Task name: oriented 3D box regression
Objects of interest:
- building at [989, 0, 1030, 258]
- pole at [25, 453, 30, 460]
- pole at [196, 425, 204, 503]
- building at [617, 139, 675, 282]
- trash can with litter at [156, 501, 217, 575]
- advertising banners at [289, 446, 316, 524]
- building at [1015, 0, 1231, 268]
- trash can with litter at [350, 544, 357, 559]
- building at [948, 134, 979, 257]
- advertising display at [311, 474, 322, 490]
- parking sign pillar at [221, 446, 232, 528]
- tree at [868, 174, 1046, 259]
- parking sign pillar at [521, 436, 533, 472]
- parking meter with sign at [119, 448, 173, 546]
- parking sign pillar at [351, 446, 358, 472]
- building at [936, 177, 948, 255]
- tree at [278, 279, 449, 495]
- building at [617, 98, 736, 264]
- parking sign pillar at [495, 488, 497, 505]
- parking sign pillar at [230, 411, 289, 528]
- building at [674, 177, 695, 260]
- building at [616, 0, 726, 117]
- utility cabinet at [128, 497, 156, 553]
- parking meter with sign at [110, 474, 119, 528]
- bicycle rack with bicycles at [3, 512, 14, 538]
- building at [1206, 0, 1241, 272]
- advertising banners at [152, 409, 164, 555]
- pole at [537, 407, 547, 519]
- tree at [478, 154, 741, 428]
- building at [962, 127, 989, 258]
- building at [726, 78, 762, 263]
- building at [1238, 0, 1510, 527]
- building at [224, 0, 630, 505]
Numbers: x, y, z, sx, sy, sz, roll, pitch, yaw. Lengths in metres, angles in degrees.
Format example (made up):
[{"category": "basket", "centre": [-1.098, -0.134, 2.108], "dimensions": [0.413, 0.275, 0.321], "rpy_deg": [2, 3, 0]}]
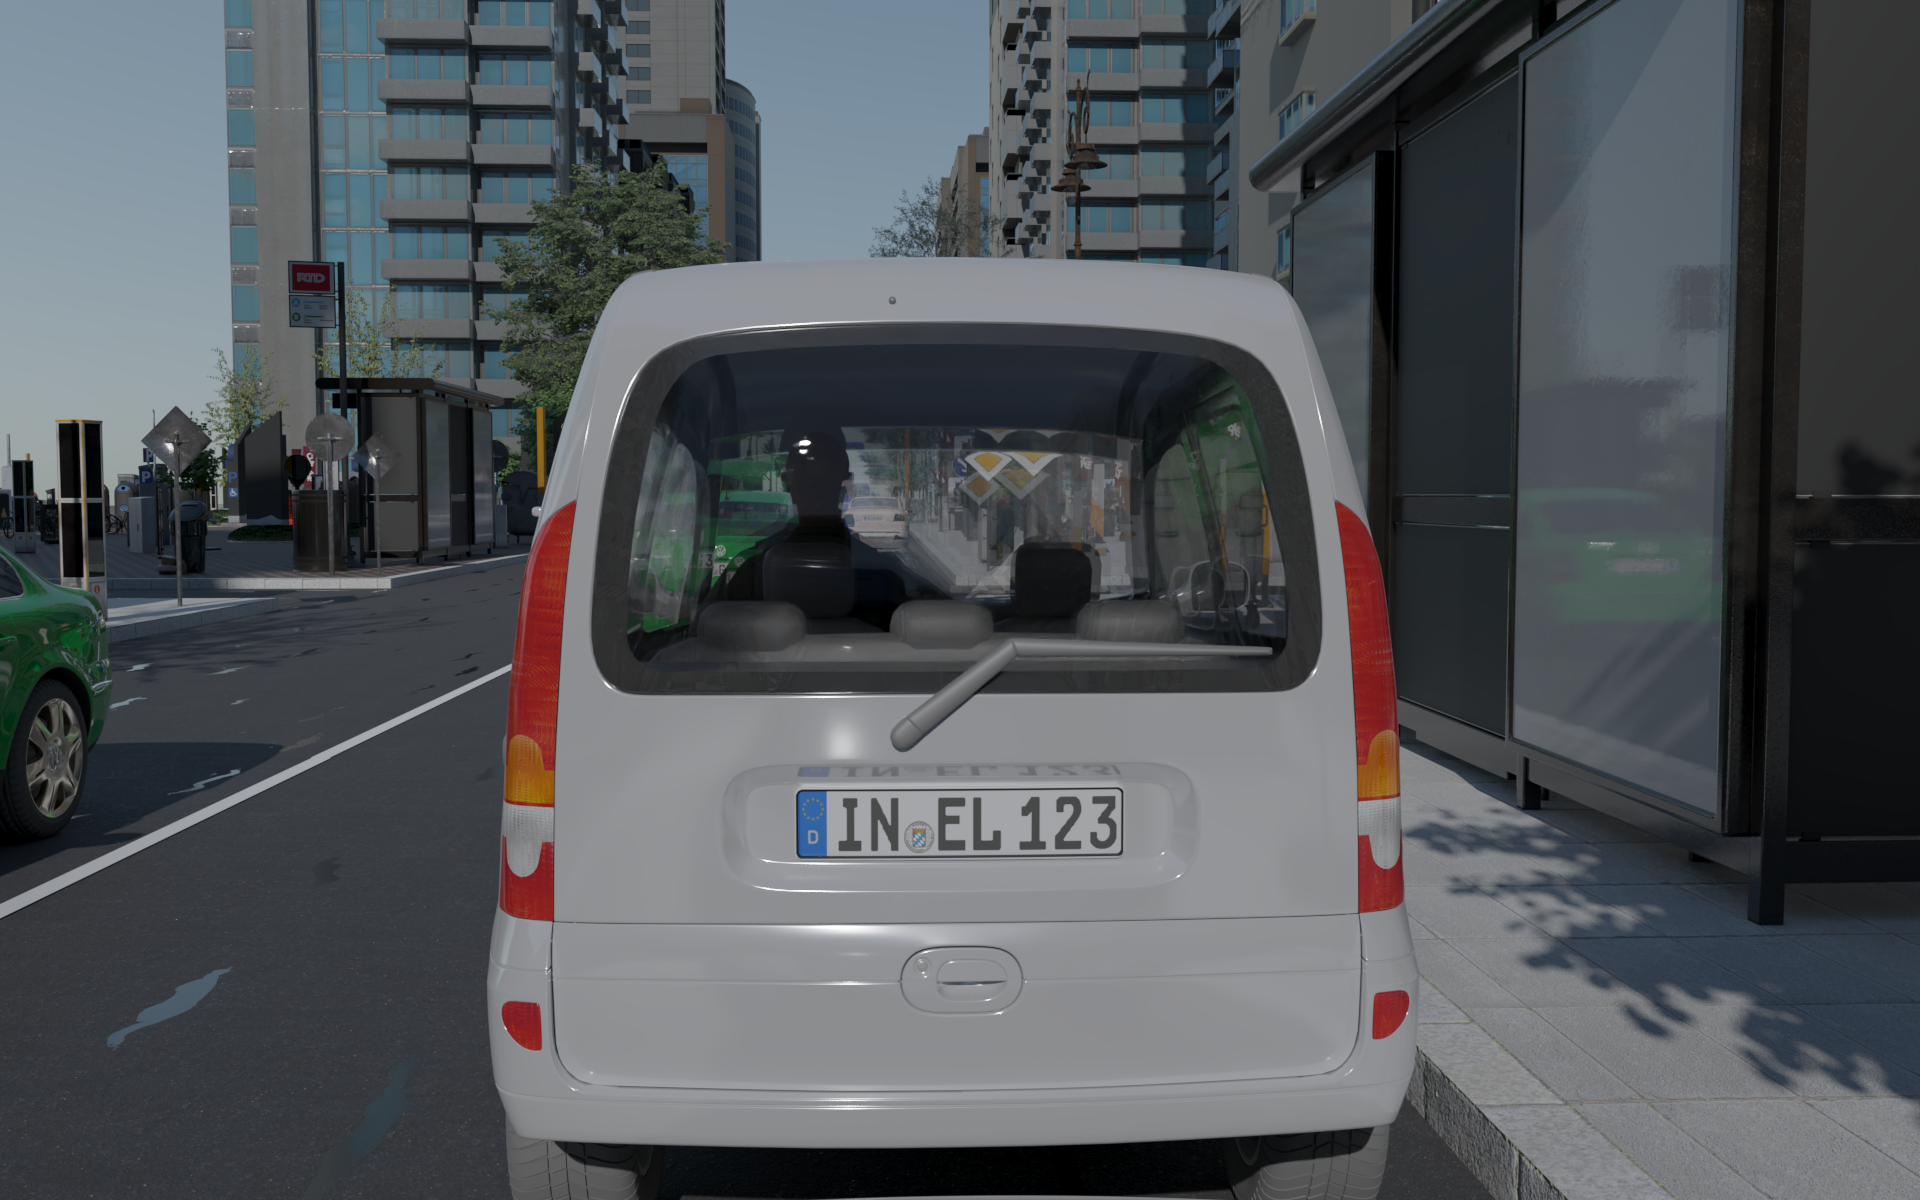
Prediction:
[{"category": "building", "centre": [16.866, -34.784, 157.953], "dimensions": [28.713, 52.752, 27.495], "rpy_deg": [0, 4, -3]}, {"category": "pole", "centre": [-46.542, -5.671, 86.560], "dimensions": [0.158, 3.312, 0.155], "rpy_deg": [0, 3, 0]}, {"category": "pole", "centre": [-22.412, -3.497, 51.025], "dimensions": [0.158, 3.312, 0.155], "rpy_deg": [0, 3, 0]}, {"category": "building", "centre": [-31.362, -22.564, 140.621], "dimensions": [14.160, 30.474, 14.107], "rpy_deg": [0, 4, -3]}, {"category": "trash can with litter", "centre": [-12.501, -1.013, 27.948], "dimensions": [0.624, 1.170, 1.055], "rpy_deg": [0, 4, 1]}, {"category": "advertising banners", "centre": [-24.282, -4.068, 62.700], "dimensions": [2.074, 3.025, 0.090], "rpy_deg": [0, 4, -5]}, {"category": "building", "centre": [15.840, -31.143, 128.792], "dimensions": [23.786, 49.044, 30.456], "rpy_deg": [0, 4, -3]}, {"category": "trash can with litter", "centre": [-12.315, -1.380, 33.946], "dimensions": [0.624, 1.170, 1.055], "rpy_deg": [0, 4, 8]}, {"category": "building", "centre": [9.881, -37.080, 229.961], "dimensions": [21.300, 48.544, 21.600], "rpy_deg": [0, 4, -3]}, {"category": "advertising display", "centre": [-21.119, -3.191, 57.383], "dimensions": [0.123, 1.923, 0.974], "rpy_deg": [1, 4, 16]}, {"category": "parking sign pillar", "centre": [-27.446, -4.744, 66.029], "dimensions": [1.447, 3.967, 1.447], "rpy_deg": [0, 4, 1]}, {"category": "tree", "centre": [-0.265, -9.559, 66.668], "dimensions": [12.009, 13.543, 11.850], "rpy_deg": [0, 3, 0]}, {"category": "parking sign pillar", "centre": [-12.908, -3.989, 53.697], "dimensions": [1.447, 3.967, 1.447], "rpy_deg": [0, 4, 3]}, {"category": "parking meter with sign", "centre": [-20.190, -2.878, 43.314], "dimensions": [0.543, 3.016, 1.738], "rpy_deg": [0, 4, 6]}, {"category": "parking sign pillar", "centre": [-33.312, -6.558, 95.698], "dimensions": [1.447, 3.967, 1.447], "rpy_deg": [-1, 4, -23]}, {"category": "building", "centre": [7.583, -38.413, 251.761], "dimensions": [21.300, 48.544, 21.600], "rpy_deg": [0, 4, -3]}, {"category": "tree", "centre": [-20.169, -6.708, 60.037], "dimensions": [4.737, 8.622, 4.395], "rpy_deg": [0, 3, 0]}, {"category": "building", "centre": [-33.362, -33.628, 199.921], "dimensions": [14.600, 45.320, 14.200], "rpy_deg": [0, 4, -3]}, {"category": "parking sign pillar", "centre": [-24.010, -6.032, 87.091], "dimensions": [1.447, 3.967, 1.447], "rpy_deg": [0, 4, -8]}, {"category": "parking sign pillar", "centre": [-22.566, -4.154, 56.384], "dimensions": [1.447, 3.967, 1.447], "rpy_deg": [1, 4, 13]}, {"category": "building", "centre": [-31.336, -23.433, 154.831], "dimensions": [14.160, 30.474, 14.107], "rpy_deg": [0, 4, -3]}, {"category": "building", "centre": [-37.663, -47.641, 217.179], "dimensions": [20.563, 71.187, 20.611], "rpy_deg": [0, 4, -3]}, {"category": "utility cabinet", "centre": [-18.039, -1.653, 38.192], "dimensions": [0.306, 1.237, 1.020], "rpy_deg": [-3, 5, -40]}, {"category": "parking meter with sign", "centre": [-31.523, -4.248, 65.713], "dimensions": [1.738, 3.016, 0.543], "rpy_deg": [1, 4, 8]}, {"category": "bicycle rack with bicycles", "centre": [-26.881, -2.302, 51.015], "dimensions": [2.852, 0.926, 2.925], "rpy_deg": [1, 4, 21]}, {"category": "building", "centre": [20.794, -47.229, 84.866], "dimensions": [22.319, 86.520, 31.000], "rpy_deg": [0, 4, -3]}, {"category": "advertising banners", "centre": [-16.985, -2.475, 36.657], "dimensions": [0.090, 3.025, 2.074], "rpy_deg": [-1, 4, -22]}, {"category": "pole", "centre": [-9.829, -2.868, 40.736], "dimensions": [0.158, 3.312, 0.155], "rpy_deg": [0, 3, 0]}, {"category": "tree", "centre": [-12.483, -9.637, 64.213], "dimensions": [9.857, 13.997, 8.962], "rpy_deg": [0, 3, 0]}, {"category": "building", "centre": [7.486, -34.365, 211.973], "dimensions": [14.600, 45.320, 14.200], "rpy_deg": [0, 4, -3]}, {"category": "building", "centre": [-39.091, -42.815, 242.027], "dimensions": [21.231, 58.520, 28.212], "rpy_deg": [0, 4, -3]}, {"category": "building", "centre": [18.919, -25.849, 46.326], "dimensions": [21.600, 48.544, 21.300], "rpy_deg": [0, 4, -3]}, {"category": "building", "centre": [-34.571, -30.400, 116.655], "dimensions": [23.786, 49.044, 30.456], "rpy_deg": [0, 4, -3]}]
